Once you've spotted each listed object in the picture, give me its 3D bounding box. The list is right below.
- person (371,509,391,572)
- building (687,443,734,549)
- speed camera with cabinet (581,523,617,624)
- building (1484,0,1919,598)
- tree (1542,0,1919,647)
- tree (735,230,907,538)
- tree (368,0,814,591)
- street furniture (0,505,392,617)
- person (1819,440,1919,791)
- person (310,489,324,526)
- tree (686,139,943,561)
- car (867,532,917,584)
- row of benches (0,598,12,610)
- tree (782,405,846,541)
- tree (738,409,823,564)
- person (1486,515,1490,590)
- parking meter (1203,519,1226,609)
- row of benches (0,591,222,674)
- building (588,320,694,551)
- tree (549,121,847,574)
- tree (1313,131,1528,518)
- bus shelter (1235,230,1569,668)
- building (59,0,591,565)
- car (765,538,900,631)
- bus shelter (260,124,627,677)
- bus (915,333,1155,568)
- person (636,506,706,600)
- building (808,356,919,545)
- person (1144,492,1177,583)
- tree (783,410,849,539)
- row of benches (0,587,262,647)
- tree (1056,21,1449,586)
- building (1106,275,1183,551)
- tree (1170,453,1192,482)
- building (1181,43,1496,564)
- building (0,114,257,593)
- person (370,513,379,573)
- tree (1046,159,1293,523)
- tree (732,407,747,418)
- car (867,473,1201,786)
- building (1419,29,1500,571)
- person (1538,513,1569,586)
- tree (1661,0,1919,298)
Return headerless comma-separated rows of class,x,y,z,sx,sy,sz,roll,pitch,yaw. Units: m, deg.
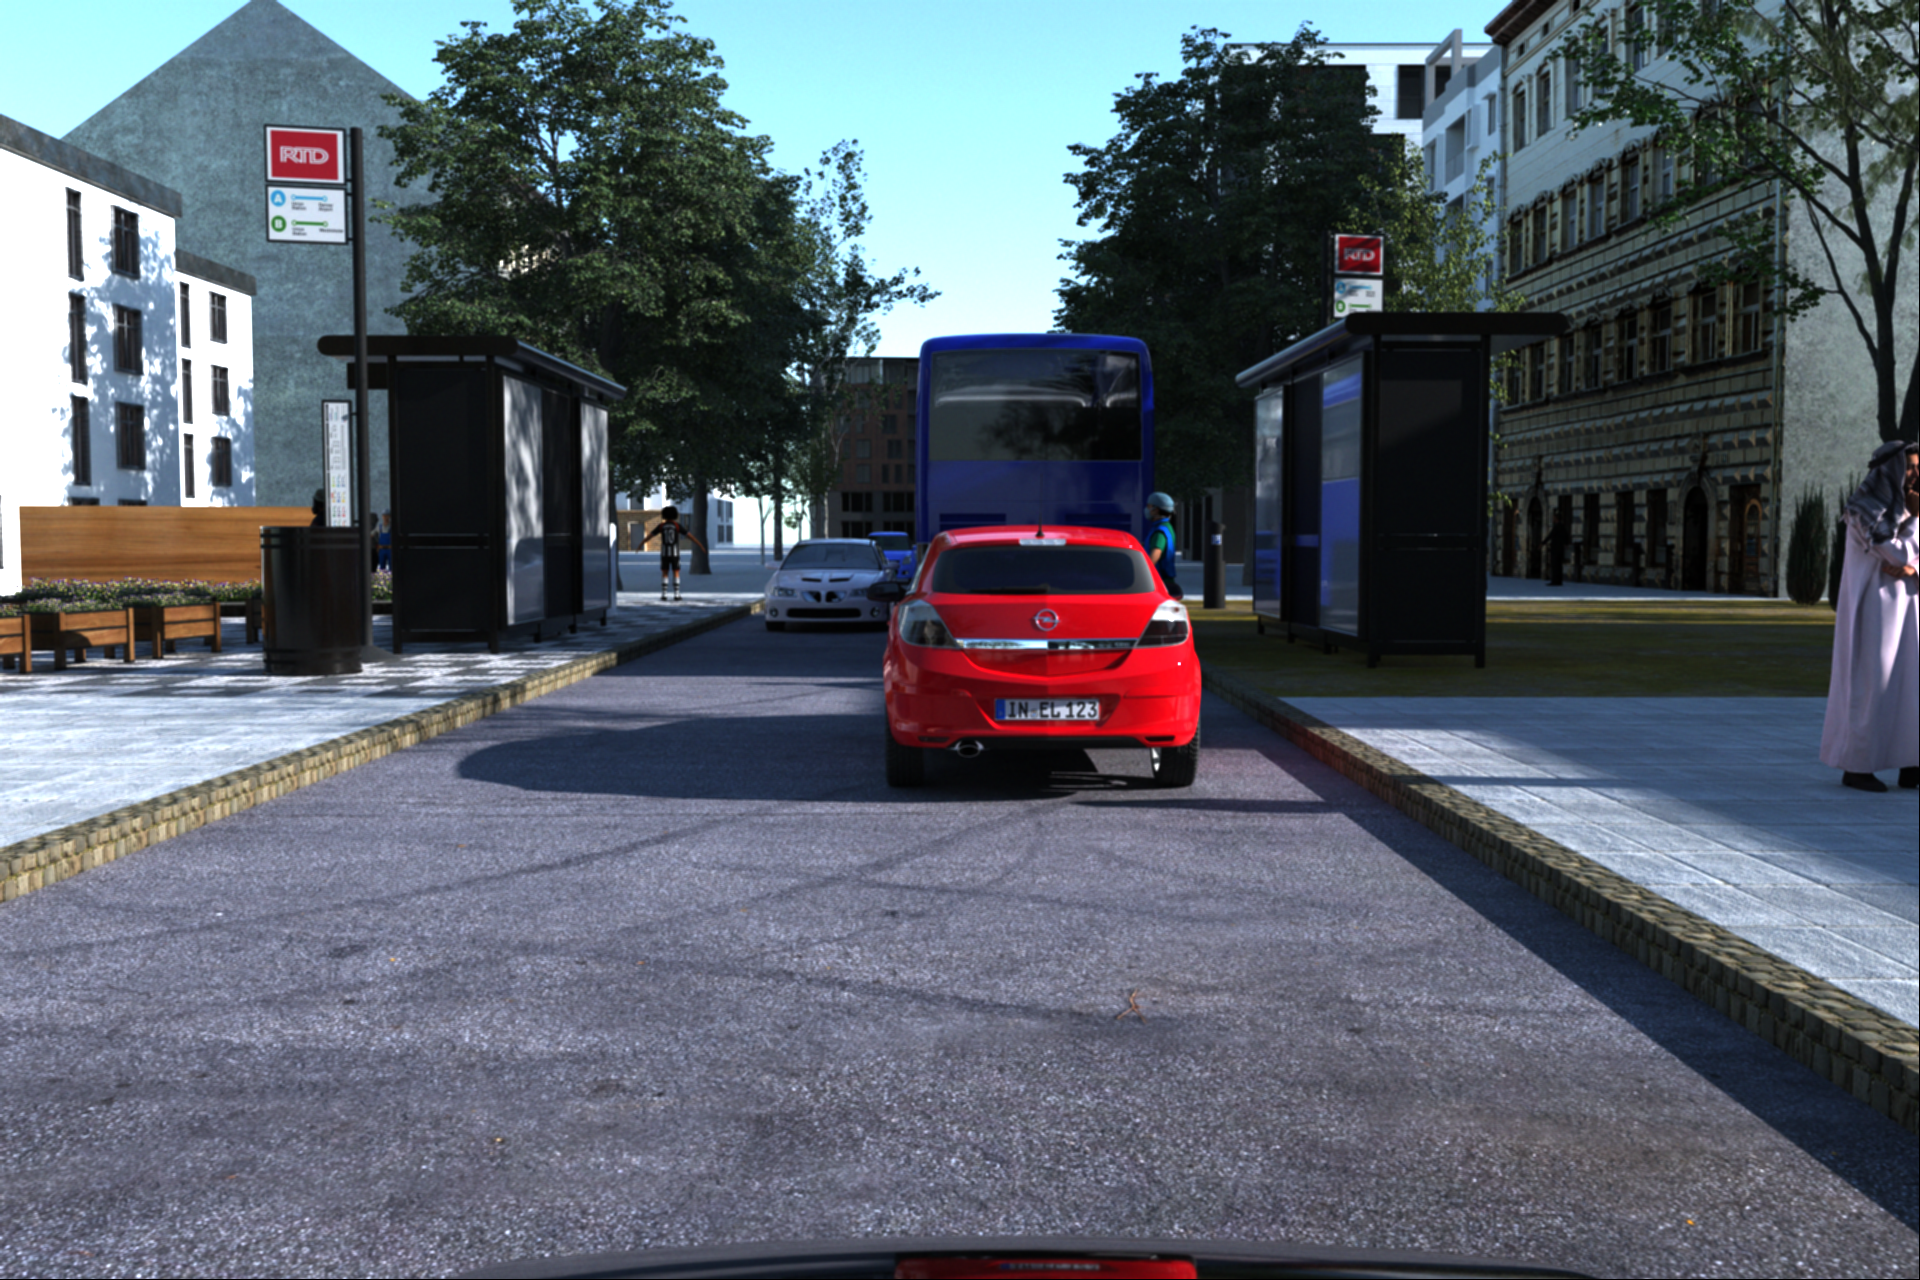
person,-12.876,-2.021,38.895,1.347,1.847,0.705,0,4,1
building,-25.808,-13.541,163.534,9.099,9.664,28.070,0,4,-1
speed camera with cabinet,-5.549,-1.905,25.490,0.660,3.252,2.038,0,4,0
building,25.458,-12.973,43.044,19.493,23.208,18.063,0,4,0
tree,10.442,-5.702,18.992,9.928,11.665,9.643,0,3,0
tree,-9.593,-15.572,110.493,12.611,20.169,13.585,0,3,0
tree,-8.137,-8.097,39.034,9.857,13.997,8.962,0,3,0
street furniture,-11.682,-1.349,28.911,11.010,1.723,9.812,-1,4,-18
person,4.645,-0.118,8.641,0.621,1.740,0.551,3,5,41
person,-8.075,-0.990,21.963,0.705,1.856,1.354,1,4,14
tree,-7.548,-13.867,82.609,12.611,20.169,13.585,0,3,0
car,-2.080,-2.492,50.339,1.945,1.707,3.694,0,3,0
row of benches,-10.510,-0.055,16.360,1.422,0.672,4.104,1,4,9
tree,-8.774,-8.715,92.857,4.360,8.622,3.978,0,3,0
tree,-8.534,-7.504,73.045,4.360,8.622,3.978,0,3,0
person,11.450,-1.927,38.235,0.721,1.740,1.216,1,4,18
parking meter,4.383,-1.308,29.801,0.372,1.533,0.369,0,3,0
row of benches,-8.649,-0.090,16.936,1.422,0.672,4.104,1,4,11
building,-27.321,-16.879,132.385,16.016,20.090,11.380,0,4,1
tree,-8.303,-9.084,55.186,9.857,13.997,8.962,0,3,0
tree,8.585,-4.965,31.547,4.737,8.622,4.395,0,3,0
bus shelter,4.640,-2.633,20.681,2.179,5.291,8.768,0,4,-1
building,-28.277,-15.224,79.845,19.493,23.208,18.063,0,4,0
car,-1.959,-0.908,27.208,2.083,1.381,4.827,0,3,0
bus shelter,-5.726,-2.577,19.772,2.179,5.291,8.768,0,3,0
bus,0.739,-2.002,24.286,2.896,3.916,12.251,0,4,-1
person,-5.607,-1.676,33.544,1.345,1.843,0.704,0,4,-3
building,-1.575,-22.225,209.816,32.646,21.610,27.936,0,4,-7
person,1.811,-0.456,16.044,0.704,1.817,1.347,1,4,16
tree,-8.425,-9.106,99.249,4.737,8.622,4.395,0,3,0
row of benches,-9.168,-0.288,20.168,4.104,0.672,1.422,-1,4,-16
tree,7.196,-8.303,42.417,9.857,13.997,8.962,0,3,0
building,25.749,-18.350,143.997,27.936,21.610,32.646,0,4,0
tree,6.508,-8.376,71.361,8.767,10.594,7.601,0,4,3
building,25.083,-14.971,88.757,27.936,21.610,32.646,0,4,0
building,-23.690,-6.154,42.764,9.099,9.664,28.070,0,4,0
person,-14.620,-2.271,43.258,0.705,1.813,1.348,-2,4,-31
tree,7.024,-9.403,60.390,9.857,13.997,8.962,0,3,0
tree,-29.299,-21.425,206.193,12.611,20.169,13.585,0,3,0
car,0.445,-0.139,11.319,2.155,1.783,4.494,0,4,0
building,23.079,-12.848,66.481,16.016,20.090,11.380,0,4,0
person,14.770,-2.245,42.924,1.346,1.802,0.704,-3,5,-42
tree,7.422,-3.759,11.816,4.360,8.622,3.978,0,3,0
